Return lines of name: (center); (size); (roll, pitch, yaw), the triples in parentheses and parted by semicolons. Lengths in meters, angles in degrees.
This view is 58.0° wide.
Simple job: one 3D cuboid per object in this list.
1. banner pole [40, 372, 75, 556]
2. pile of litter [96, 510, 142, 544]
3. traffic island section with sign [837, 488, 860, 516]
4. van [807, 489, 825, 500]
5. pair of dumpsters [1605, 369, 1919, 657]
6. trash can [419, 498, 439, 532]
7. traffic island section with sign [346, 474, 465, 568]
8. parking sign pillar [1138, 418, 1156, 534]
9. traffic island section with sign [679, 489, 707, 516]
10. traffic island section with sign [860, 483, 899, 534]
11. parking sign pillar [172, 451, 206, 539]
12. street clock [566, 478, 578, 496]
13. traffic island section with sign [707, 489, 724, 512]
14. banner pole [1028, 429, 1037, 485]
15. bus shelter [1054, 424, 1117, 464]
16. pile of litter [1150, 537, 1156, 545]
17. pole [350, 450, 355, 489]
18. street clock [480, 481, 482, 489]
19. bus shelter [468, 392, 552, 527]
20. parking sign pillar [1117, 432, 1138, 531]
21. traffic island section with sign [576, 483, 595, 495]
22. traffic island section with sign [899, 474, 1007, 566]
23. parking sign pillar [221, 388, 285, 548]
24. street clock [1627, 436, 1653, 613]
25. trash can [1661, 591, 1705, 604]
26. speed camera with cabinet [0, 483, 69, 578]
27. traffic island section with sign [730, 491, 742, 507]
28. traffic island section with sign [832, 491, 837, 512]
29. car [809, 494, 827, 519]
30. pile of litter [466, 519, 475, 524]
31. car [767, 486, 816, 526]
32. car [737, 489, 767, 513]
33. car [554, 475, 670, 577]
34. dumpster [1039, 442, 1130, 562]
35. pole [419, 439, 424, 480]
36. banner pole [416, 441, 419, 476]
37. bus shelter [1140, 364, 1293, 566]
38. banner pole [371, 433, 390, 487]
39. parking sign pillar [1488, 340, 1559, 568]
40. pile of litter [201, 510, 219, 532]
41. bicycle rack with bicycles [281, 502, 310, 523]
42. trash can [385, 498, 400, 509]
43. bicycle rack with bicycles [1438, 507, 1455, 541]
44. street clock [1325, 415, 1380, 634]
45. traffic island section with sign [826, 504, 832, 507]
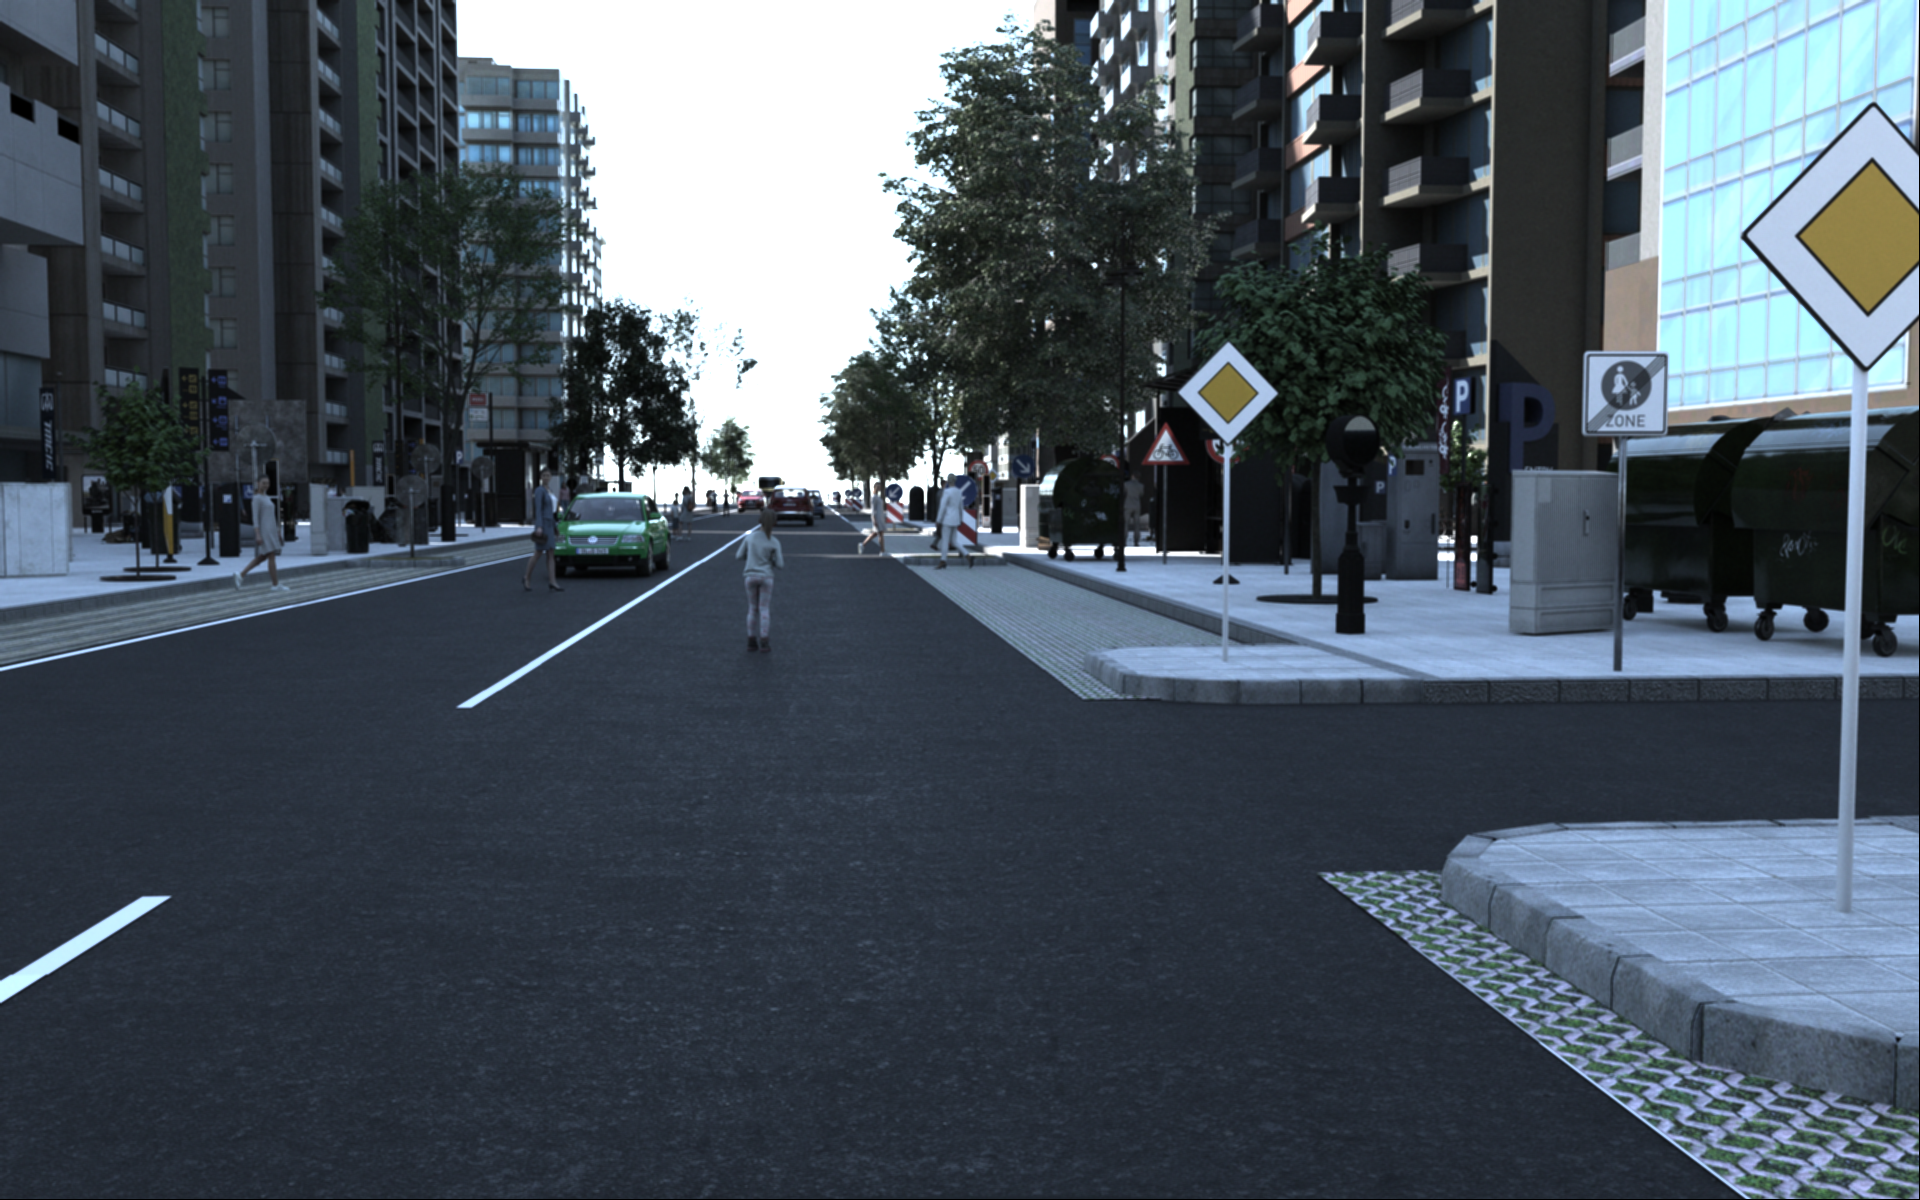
banner pole: (-18.710, -2.798, 35.772); (0.863, 3.779, 0.401); (2, 4, 28)
pile of litter: (-22.882, -2.070, 47.810); (1.719, 0.858, 1.176); (0, 4, -3)
traffic island section with sign: (-6.750, -6.316, 111.892); (1.989, 1.847, 2.006); (0, 4, -5)
van: (-11.801, -8.058, 138.762); (2.013, 2.044, 4.112); (0, 4, -4)
pair of dumpsters: (7.509, -0.802, 15.604); (1.574, 2.255, 4.437); (0, 4, -5)
trash can: (-18.066, -2.886, 58.832); (0.748, 1.137, 0.748); (0, 3, 0)
traffic island section with sign: (-10.929, -1.572, 34.335); (1.989, 1.847, 2.006); (0, 4, -5)
parking sign pillar: (6.873, -4.134, 56.068); (1.447, 3.967, 1.447); (-2, 4, -34)
traffic island section with sign: (-17.619, -6.320, 111.962); (1.989, 1.847, 2.006); (0, 4, -5)
traffic island section with sign: (-2.515, -3.305, 62.661); (1.989, 1.847, 2.006); (0, 4, -5)
parking sign pillar: (-22.709, -3.775, 50.198); (1.447, 3.967, 1.447); (-1, 4, -10)
street clock: (-17.744, -4.568, 79.253); (0.471, 2.002, 0.358); (0, 4, -3)
traffic island section with sign: (-19.935, -7.966, 138.873); (1.989, 1.847, 2.006); (0, 4, -5)
banner pole: (2.331, -4.052, 56.268); (0.401, 3.779, 0.863); (-1, 4, -20)
bus shelter: (4.177, -4.236, 60.547); (1.731, 3.624, 6.357); (0, 4, -5)
pile of litter: (5.481, -1.858, 44.349); (1.719, 0.858, 1.176); (-3, 4, -37)
pole: (-27.943, -5.252, 79.709); (0.158, 3.312, 0.155); (0, 3, 0)
street clock: (-23.578, -4.976, 85.925); (0.471, 2.002, 0.358); (2, 4, 33)
bus shelter: (-18.511, -5.717, 71.104); (2.179, 5.291, 8.768); (0, 4, -5)
parking sign pillar: (6.278, -4.442, 61.095); (1.447, 3.967, 1.447); (-3, 5, -39)
traffic island section with sign: (-13.267, -3.230, 61.440); (1.989, 1.847, 2.006); (0, 4, -5)
traffic island section with sign: (-0.148, -1.628, 35.243); (1.989, 1.847, 2.006); (0, 4, -5)
parking sign pillar: (-17.248, -3.281, 42.123); (1.447, 3.967, 1.447); (-1, 4, -14)
street clock: (7.428, -0.868, 18.765); (0.471, 2.002, 0.358); (1, 4, 18)
trash can: (8.606, -0.537, 20.426); (0.748, 1.137, 0.748); (0, 3, 0)
speed camera with cabinet: (-14.810, -1.963, 26.432); (0.660, 3.252, 2.038); (3, 5, 40)
traffic island section with sign: (-24.652, -11.315, 193.622); (1.989, 1.847, 2.006); (0, 4, -5)
traffic island section with sign: (-9.115, -7.995, 139.338); (1.989, 1.847, 2.006); (0, 4, -5)
car: (-8.911, -5.552, 102.779); (2.014, 1.417, 4.499); (0, 4, -5)
pile of litter: (-20.678, -3.701, 74.474); (1.176, 0.858, 1.719); (0, 4, -8)
car: (-7.742, -4.324, 79.378); (2.281, 1.827, 5.304); (0, 4, -4)
car: (-15.991, -7.623, 133.307); (2.281, 1.827, 5.304); (0, 4, -4)
car: (-6.333, -1.386, 31.459); (1.959, 1.807, 4.718); (0, 4, -4)
dumpster: (2.408, -1.902, 33.586); (1.502, 2.255, 1.985); (0, 4, -5)
pole: (-19.783, -4.276, 63.763); (0.158, 3.312, 0.155); (0, 3, 0)
banner pole: (-25.617, -5.613, 81.782); (0.401, 3.779, 0.863); (-2, 4, -26)
bus shelter: (4.964, -2.622, 34.157); (1.731, 3.624, 6.357); (0, 4, -5)
banner pole: (-23.700, -4.962, 71.150); (0.863, 3.779, 0.401); (-1, 4, -15)
parking sign pillar: (9.945, -2.575, 30.566); (1.447, 3.967, 1.447); (-2, 4, -29)
pile of litter: (-25.836, -2.778, 59.392); (1.176, 0.858, 1.719); (2, 4, 30)
bicycle rack with bicycles: (-30.498, -3.980, 78.455); (2.925, 0.926, 2.852); (2, 4, 30)
trash can: (-20.394, -3.090, 62.173); (0.748, 1.137, 0.748); (0, 3, 0)
bicycle rack with bicycles: (12.749, -2.110, 47.885); (2.925, 0.926, 2.852); (0, 4, 4)
street clock: (3.595, -0.693, 15.894); (0.471, 2.002, 0.358); (-2, 4, -30)
traffic island section with sign: (-13.905, -11.398, 194.988); (1.989, 1.847, 2.006); (0, 4, -5)
